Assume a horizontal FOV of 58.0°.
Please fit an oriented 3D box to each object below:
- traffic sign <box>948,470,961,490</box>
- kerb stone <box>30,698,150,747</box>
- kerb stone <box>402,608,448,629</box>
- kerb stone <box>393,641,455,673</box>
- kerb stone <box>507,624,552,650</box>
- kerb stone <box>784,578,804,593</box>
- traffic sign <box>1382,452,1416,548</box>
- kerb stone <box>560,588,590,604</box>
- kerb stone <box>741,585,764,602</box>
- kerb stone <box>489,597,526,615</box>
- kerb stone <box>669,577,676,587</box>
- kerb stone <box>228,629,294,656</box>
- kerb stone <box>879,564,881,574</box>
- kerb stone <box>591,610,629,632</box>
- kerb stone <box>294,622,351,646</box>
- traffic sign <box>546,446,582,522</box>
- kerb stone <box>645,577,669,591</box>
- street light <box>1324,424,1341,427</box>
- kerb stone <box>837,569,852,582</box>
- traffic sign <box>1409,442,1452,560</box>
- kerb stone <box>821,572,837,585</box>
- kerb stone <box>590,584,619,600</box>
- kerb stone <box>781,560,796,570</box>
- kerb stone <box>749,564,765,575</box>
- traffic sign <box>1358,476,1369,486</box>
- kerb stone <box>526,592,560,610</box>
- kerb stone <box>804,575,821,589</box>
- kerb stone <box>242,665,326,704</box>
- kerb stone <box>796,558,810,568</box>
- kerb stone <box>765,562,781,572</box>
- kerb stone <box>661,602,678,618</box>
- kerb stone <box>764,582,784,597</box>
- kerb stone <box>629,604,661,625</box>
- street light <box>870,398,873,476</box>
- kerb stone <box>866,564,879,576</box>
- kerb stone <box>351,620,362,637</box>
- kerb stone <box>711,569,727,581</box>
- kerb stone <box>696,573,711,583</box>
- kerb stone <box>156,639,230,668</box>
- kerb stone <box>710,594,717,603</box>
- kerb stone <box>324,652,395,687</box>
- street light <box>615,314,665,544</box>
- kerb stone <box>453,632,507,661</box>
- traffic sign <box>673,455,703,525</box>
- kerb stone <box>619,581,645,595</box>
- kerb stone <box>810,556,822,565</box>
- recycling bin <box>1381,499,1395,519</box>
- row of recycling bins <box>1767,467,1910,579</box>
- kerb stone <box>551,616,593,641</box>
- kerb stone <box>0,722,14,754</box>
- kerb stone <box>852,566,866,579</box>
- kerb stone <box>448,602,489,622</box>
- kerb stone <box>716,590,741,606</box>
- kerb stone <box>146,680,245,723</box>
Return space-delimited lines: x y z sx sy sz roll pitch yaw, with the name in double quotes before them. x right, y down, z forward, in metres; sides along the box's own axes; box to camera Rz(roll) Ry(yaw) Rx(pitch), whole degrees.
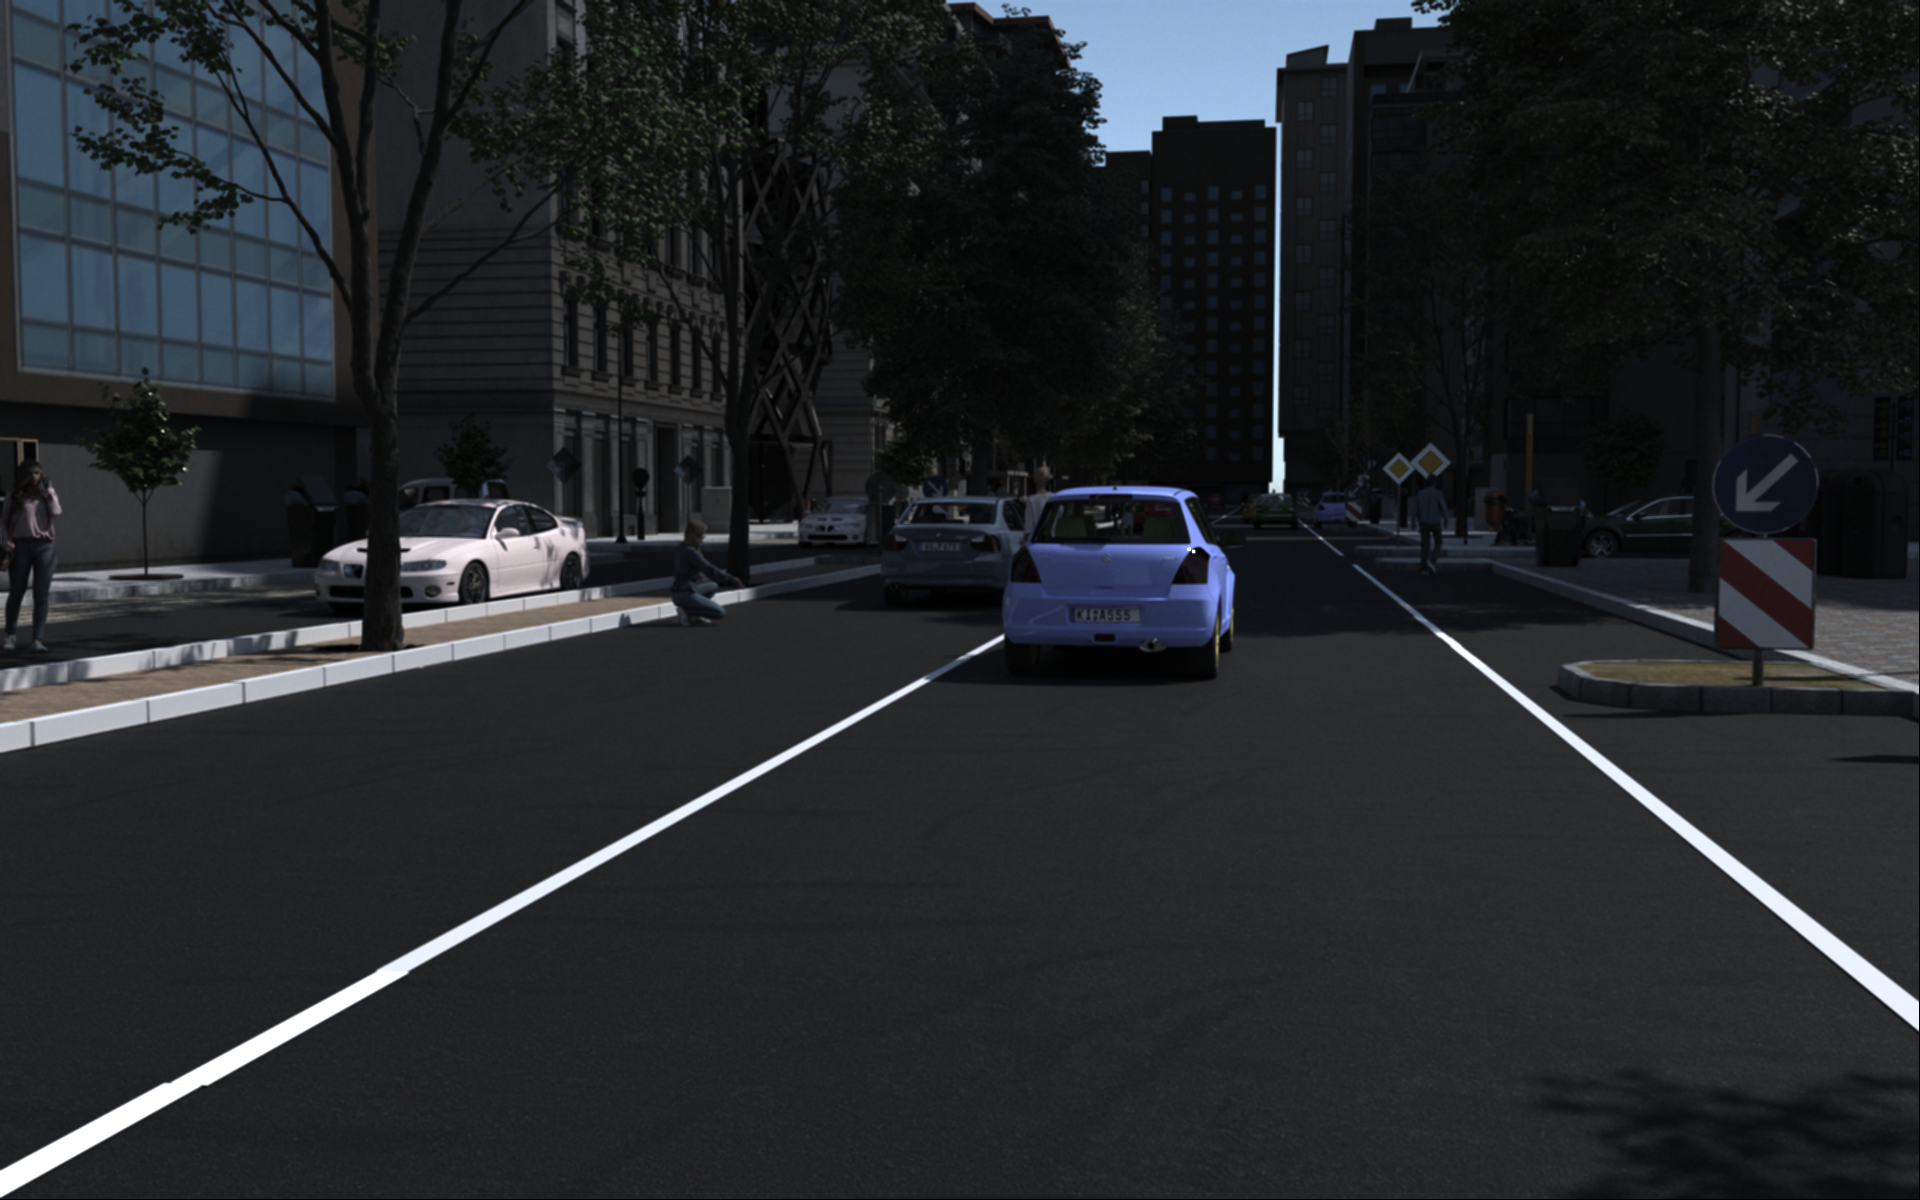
"traffic sign" -0.313 -5.700 93.297 0.768 2.556 0.104 1 4 17
"kerb stone" -5.208 0.732 10.301 0.120 0.150 1.000 1 4 10
"kerb stone" -5.852 0.212 18.726 0.120 0.150 1.000 1 4 10
"kerb stone" -4.493 0.480 14.342 0.120 0.150 1.000 1 4 10
"kerb stone" -4.139 0.358 16.358 0.120 0.150 1.000 1 4 10
"kerb stone" -2.525 -0.197 25.438 0.120 0.150 1.000 1 4 10
"traffic sign" 10.457 -2.304 41.314 0.795 2.450 0.064 1 4 10
"kerb stone" -5.141 -0.035 22.762 0.120 0.150 1.000 1 4 10
"kerb stone" -2.890 -0.069 23.413 0.120 0.150 1.000 1 4 10
"kerb stone" -5.499 0.088 20.750 0.120 0.150 1.000 1 4 10
"kerb stone" -4.421 -0.281 26.795 0.120 0.150 1.000 1 4 10
"kerb stone" -6.385 0.398 15.688 0.120 0.150 1.000 1 4 10
"kerb stone" -1.459 -0.569 31.502 0.120 0.150 1.000 1 4 10
"kerb stone" -3.775 0.235 18.375 0.120 0.150 1.000 1 4 10
"kerb stone" -6.210 0.336 16.698 0.120 0.150 1.000 1 4 10
"traffic sign" -8.353 -2.012 36.533 0.795 2.450 0.064 1 4 10
"kerb stone" -4.600 -0.220 25.789 0.120 0.150 1.000 1 4 10
"street light" 24.888 -8.716 115.045 1.470 5.913 1.316 1 4 10
"kerb stone" -1.989 -0.384 28.478 0.120 0.150 1.000 1 4 10
"traffic sign" 9.069 -1.823 33.450 0.795 2.450 0.064 1 4 10
"kerb stone" -2.178 -0.316 27.462 0.120 0.150 1.000 1 4 10
"kerb stone" -4.956 -0.096 23.771 0.120 0.150 1.000 1 4 10
"kerb stone" -3.353 -0.652 32.852 0.120 0.150 1.000 1 4 10
"kerb stone" -3.718 -0.523 30.828 0.120 0.150 1.000 1 4 10
"traffic sign" 22.026 -5.654 94.568 0.606 2.300 0.079 1 4 17
"kerb stone" -5.315 0.027 21.755 0.120 0.150 1.000 1 4 10
"kerb stone" -2.351 -0.260 26.448 0.120 0.150 1.000 1 4 10
"kerb stone" -4.847 0.604 12.315 0.120 0.150 1.000 1 4 10
"kerb stone" -3.173 -0.714 33.863 0.120 0.150 1.000 1 4 10
"kerb stone" -3.533 -0.590 31.837 0.120 0.150 1.000 1 4 10
"kerb stone" -3.420 0.113 20.388 0.120 0.150 1.000 1 4 10
"kerb stone" -2.717 -0.132 24.420 0.120 0.150 1.000 1 4 10
"kerb stone" -3.601 0.173 19.382 0.120 0.150 1.000 1 4 10
"street light" -3.251 -6.199 73.899 1.470 5.913 1.316 1 4 10
"kerb stone" -1.648 -0.508 30.493 0.120 0.150 1.000 1 4 10
"kerb stone" -6.035 0.279 17.721 0.120 0.150 1.000 1 4 10
"kerb stone" -4.066 -0.404 28.808 0.120 0.150 1.000 1 4 10
"kerb stone" -4.250 -0.343 27.802 0.120 0.150 1.000 1 4 10
"kerb stone" -6.562 0.460 14.682 0.120 0.150 1.000 1 4 10
"kerb stone" -3.252 0.049 21.401 0.120 0.150 1.000 1 4 10
"kerb stone" -4.672 0.542 13.328 0.120 0.150 1.000 1 4 10
"street light" -8.281 -4.420 44.801 1.470 5.913 1.316 1 4 10
"kerb stone" -4.314 0.419 15.349 0.120 0.150 1.000 1 4 10
"traffic sign" -6.966 -2.493 44.397 0.795 2.450 0.064 1 4 10
"kerb stone" -4.779 -0.158 24.778 0.120 0.150 1.000 1 4 10
"kerb stone" -3.008 -0.772 34.872 0.120 0.150 1.000 1 4 10
"recycling bin" 22.499 -4.810 91.200 0.722 1.027 0.722 1 4 23
"row of recycling bins" 14.064 -1.266 27.807 1.069 1.692 3.534 0 4 2
"kerb stone" -3.958 0.297 17.369 0.120 0.150 1.000 1 4 10
"kerb stone" -5.391 0.793 9.290 0.120 0.150 1.000 1 4 10
"kerb stone" -1.816 -0.446 29.485 0.120 0.150 1.000 1 4 10
"kerb stone" -5.672 0.151 19.736 0.120 0.150 1.000 1 4 10
"kerb stone" -3.076 -0.013 22.408 0.120 0.150 1.000 1 4 10
"kerb stone" -5.030 0.671 11.308 0.120 0.150 1.000 1 4 10
